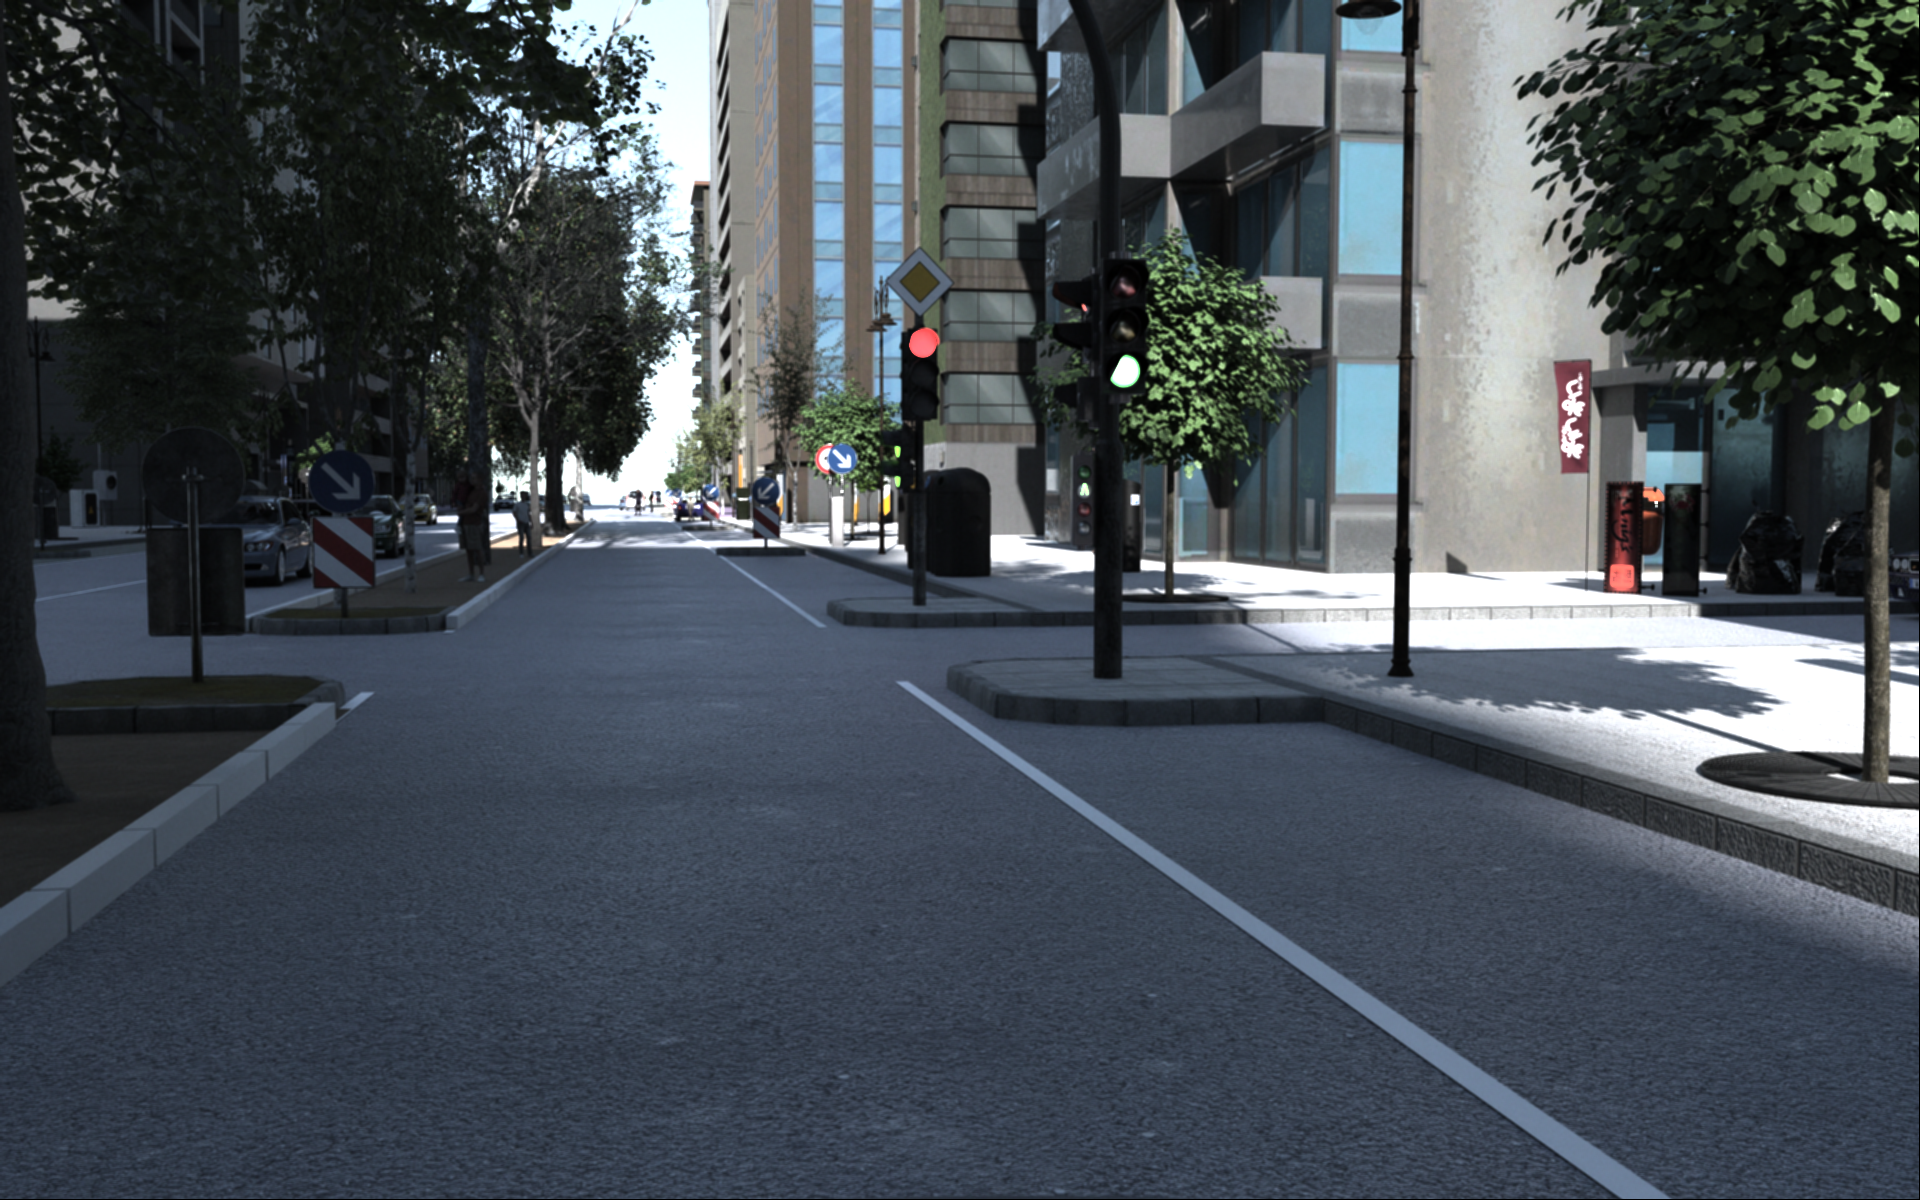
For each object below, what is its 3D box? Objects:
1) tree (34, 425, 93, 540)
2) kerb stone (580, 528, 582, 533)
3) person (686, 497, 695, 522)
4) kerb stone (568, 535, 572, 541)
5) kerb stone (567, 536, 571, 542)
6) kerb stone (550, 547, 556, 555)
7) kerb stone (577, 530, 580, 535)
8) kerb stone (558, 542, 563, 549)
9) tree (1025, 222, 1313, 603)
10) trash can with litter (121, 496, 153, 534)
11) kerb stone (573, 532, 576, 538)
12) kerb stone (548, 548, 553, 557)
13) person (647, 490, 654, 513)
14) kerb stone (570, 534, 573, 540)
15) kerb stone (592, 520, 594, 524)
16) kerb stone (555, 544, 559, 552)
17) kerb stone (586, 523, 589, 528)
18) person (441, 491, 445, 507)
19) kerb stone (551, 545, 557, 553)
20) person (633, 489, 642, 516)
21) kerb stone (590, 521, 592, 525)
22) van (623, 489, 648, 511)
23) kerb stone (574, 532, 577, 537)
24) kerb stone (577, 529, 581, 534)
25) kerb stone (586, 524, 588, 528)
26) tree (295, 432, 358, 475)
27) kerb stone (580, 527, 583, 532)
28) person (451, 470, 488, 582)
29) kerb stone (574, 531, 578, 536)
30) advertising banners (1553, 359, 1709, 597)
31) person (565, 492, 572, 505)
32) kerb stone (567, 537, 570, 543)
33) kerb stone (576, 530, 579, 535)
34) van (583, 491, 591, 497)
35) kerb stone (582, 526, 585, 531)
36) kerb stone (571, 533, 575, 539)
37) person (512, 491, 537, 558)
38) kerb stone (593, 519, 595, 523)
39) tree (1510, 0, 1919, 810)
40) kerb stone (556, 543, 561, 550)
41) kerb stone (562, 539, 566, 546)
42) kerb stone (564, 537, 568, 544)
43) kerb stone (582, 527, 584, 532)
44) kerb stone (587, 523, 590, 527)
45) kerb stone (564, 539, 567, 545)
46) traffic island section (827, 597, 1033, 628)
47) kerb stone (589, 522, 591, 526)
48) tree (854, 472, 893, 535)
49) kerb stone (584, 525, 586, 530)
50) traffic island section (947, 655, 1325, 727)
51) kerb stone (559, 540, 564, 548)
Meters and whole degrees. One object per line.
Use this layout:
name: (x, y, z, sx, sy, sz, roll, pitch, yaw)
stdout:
tree: (-25.402, -3.302, 48.587, 1.663, 3.219, 1.824, 0, 3, 0)
kerb stone: (-13.473, -2.373, 61.028, 0.120, 0.150, 1.000, -1, 4, -11)
person: (-13.763, -4.623, 88.366, 0.640, 1.303, 0.475, 2, 4, 35)
kerb stone: (-11.561, -1.760, 50.967, 0.120, 0.150, 1.000, -1, 4, -11)
kerb stone: (-11.372, -1.698, 49.954, 0.120, 0.150, 1.000, -1, 4, -11)
kerb stone: (-9.449, -1.081, 39.872, 0.120, 0.150, 1.000, -1, 4, -11)
kerb stone: (-12.898, -2.190, 58.010, 0.120, 0.150, 1.000, -1, 4, -11)
kerb stone: (-10.221, -1.323, 43.899, 0.120, 0.150, 1.000, -1, 4, -11)
tree: (2.614, -2.273, 20.877, 4.285, 4.588, 4.351, 0, 3, 0)
trash can with litter: (-26.771, -2.789, 56.657, 1.678, 1.210, 2.233, -1, 4, -12)
kerb stone: (-12.137, -1.944, 53.985, 0.120, 0.150, 1.000, -1, 4, -11)
kerb stone: (-9.264, -1.017, 38.856, 0.120, 0.150, 1.000, -1, 4, -11)
person: (-23.953, -7.628, 134.046, 0.721, 1.723, 1.217, -2, 4, -27)
kerb stone: (-11.755, -1.818, 51.971, 0.120, 0.150, 1.000, -1, 4, -11)
kerb stone: (-16.726, -3.418, 78.170, 0.120, 0.150, 1.000, -1, 4, -11)
kerb stone: (-9.836, -1.204, 41.881, 0.120, 0.150, 1.000, -1, 4, -11)
kerb stone: (-15.196, -2.925, 70.111, 0.120, 0.150, 1.000, -1, 4, -11)
person: (-50.947, -9.869, 170.781, 0.530, 1.710, 0.541, -1, 4, -11)
kerb stone: (-9.648, -1.142, 40.876, 0.120, 0.150, 1.000, -1, 4, -11)
person: (-21.461, -6.485, 114.974, 0.568, 1.767, 0.683, 1, 4, 22)
kerb stone: (-16.151, -3.238, 75.133, 0.120, 0.150, 1.000, -1, 4, -11)
van: (-27.437, -8.527, 146.433, 2.013, 2.044, 4.112, -1, 4, -11)
kerb stone: (-12.329, -2.003, 54.989, 0.120, 0.150, 1.000, -1, 4, -11)
kerb stone: (-13.086, -2.252, 59.021, 0.120, 0.150, 1.000, -1, 4, -11)
kerb stone: (-15.011, -2.860, 69.095, 0.120, 0.150, 1.000, -1, 4, -11)
tree: (-32.131, -6.413, 88.572, 4.285, 4.588, 4.351, 0, 3, 0)
kerb stone: (-13.664, -2.437, 62.033, 0.120, 0.150, 1.000, -1, 4, -11)
person: (-7.974, -1.206, 28.200, 0.580, 1.828, 0.573, -1, 4, -10)
kerb stone: (-12.522, -2.067, 55.997, 0.120, 0.150, 1.000, -1, 4, -11)
advertising banners: (8.542, -1.589, 22.172, 0.090, 3.025, 2.074, -3, 5, -43)
person: (-50.728, -13.160, 224.495, 0.721, 1.723, 1.217, 2, 4, 31)
kerb stone: (-11.180, -1.636, 48.938, 0.120, 0.150, 1.000, -1, 4, -11)
kerb stone: (-12.709, -2.129, 57.004, 0.120, 0.150, 1.000, -1, 4, -11)
van: (-52.326, -14.313, 241.025, 2.013, 2.044, 4.112, -1, 4, -9)
kerb stone: (-14.047, -2.558, 64.061, 0.120, 0.150, 1.000, -1, 4, -11)
kerb stone: (-11.947, -1.883, 52.979, 0.120, 0.150, 1.000, -1, 4, -11)
person: (-9.741, -1.693, 38.773, 0.523, 1.515, 0.503, 1, 4, 12)
kerb stone: (-17.299, -3.608, 81.187, 0.120, 0.150, 1.000, -1, 4, -11)
tree: (4.162, -1.460, 7.587, 4.285, 4.588, 4.351, 0, 3, 0)
kerb stone: (-10.036, -1.265, 42.886, 0.120, 0.150, 1.000, -1, 4, -11)
kerb stone: (-10.595, -1.451, 45.925, 0.120, 0.150, 1.000, -1, 4, -11)
kerb stone: (-10.987, -1.574, 47.934, 0.120, 0.150, 1.000, -1, 4, -11)
kerb stone: (-13.856, -2.499, 63.046, 0.120, 0.150, 1.000, -1, 4, -11)
kerb stone: (-15.381, -2.992, 71.116, 0.120, 0.150, 1.000, -1, 4, -11)
kerb stone: (-10.800, -1.510, 46.927, 0.120, 0.150, 1.000, -1, 4, -11)
traffic island section: (-0.445, 0.140, 19.986, 2.009, 0.180, 2.903, -1, 4, -11)
kerb stone: (-15.766, -3.115, 73.124, 0.120, 0.150, 1.000, -1, 4, -11)
tree: (-2.868, -3.692, 54.964, 1.663, 3.219, 1.824, 0, 3, 0)
kerb stone: (-14.430, -2.684, 66.074, 0.120, 0.150, 1.000, -1, 4, -11)
traffic island section: (1.045, 0.620, 12.141, 2.009, 0.180, 2.903, -1, 4, -11)
kerb stone: (-10.410, -1.389, 44.910, 0.120, 0.150, 1.000, -1, 4, -11)
